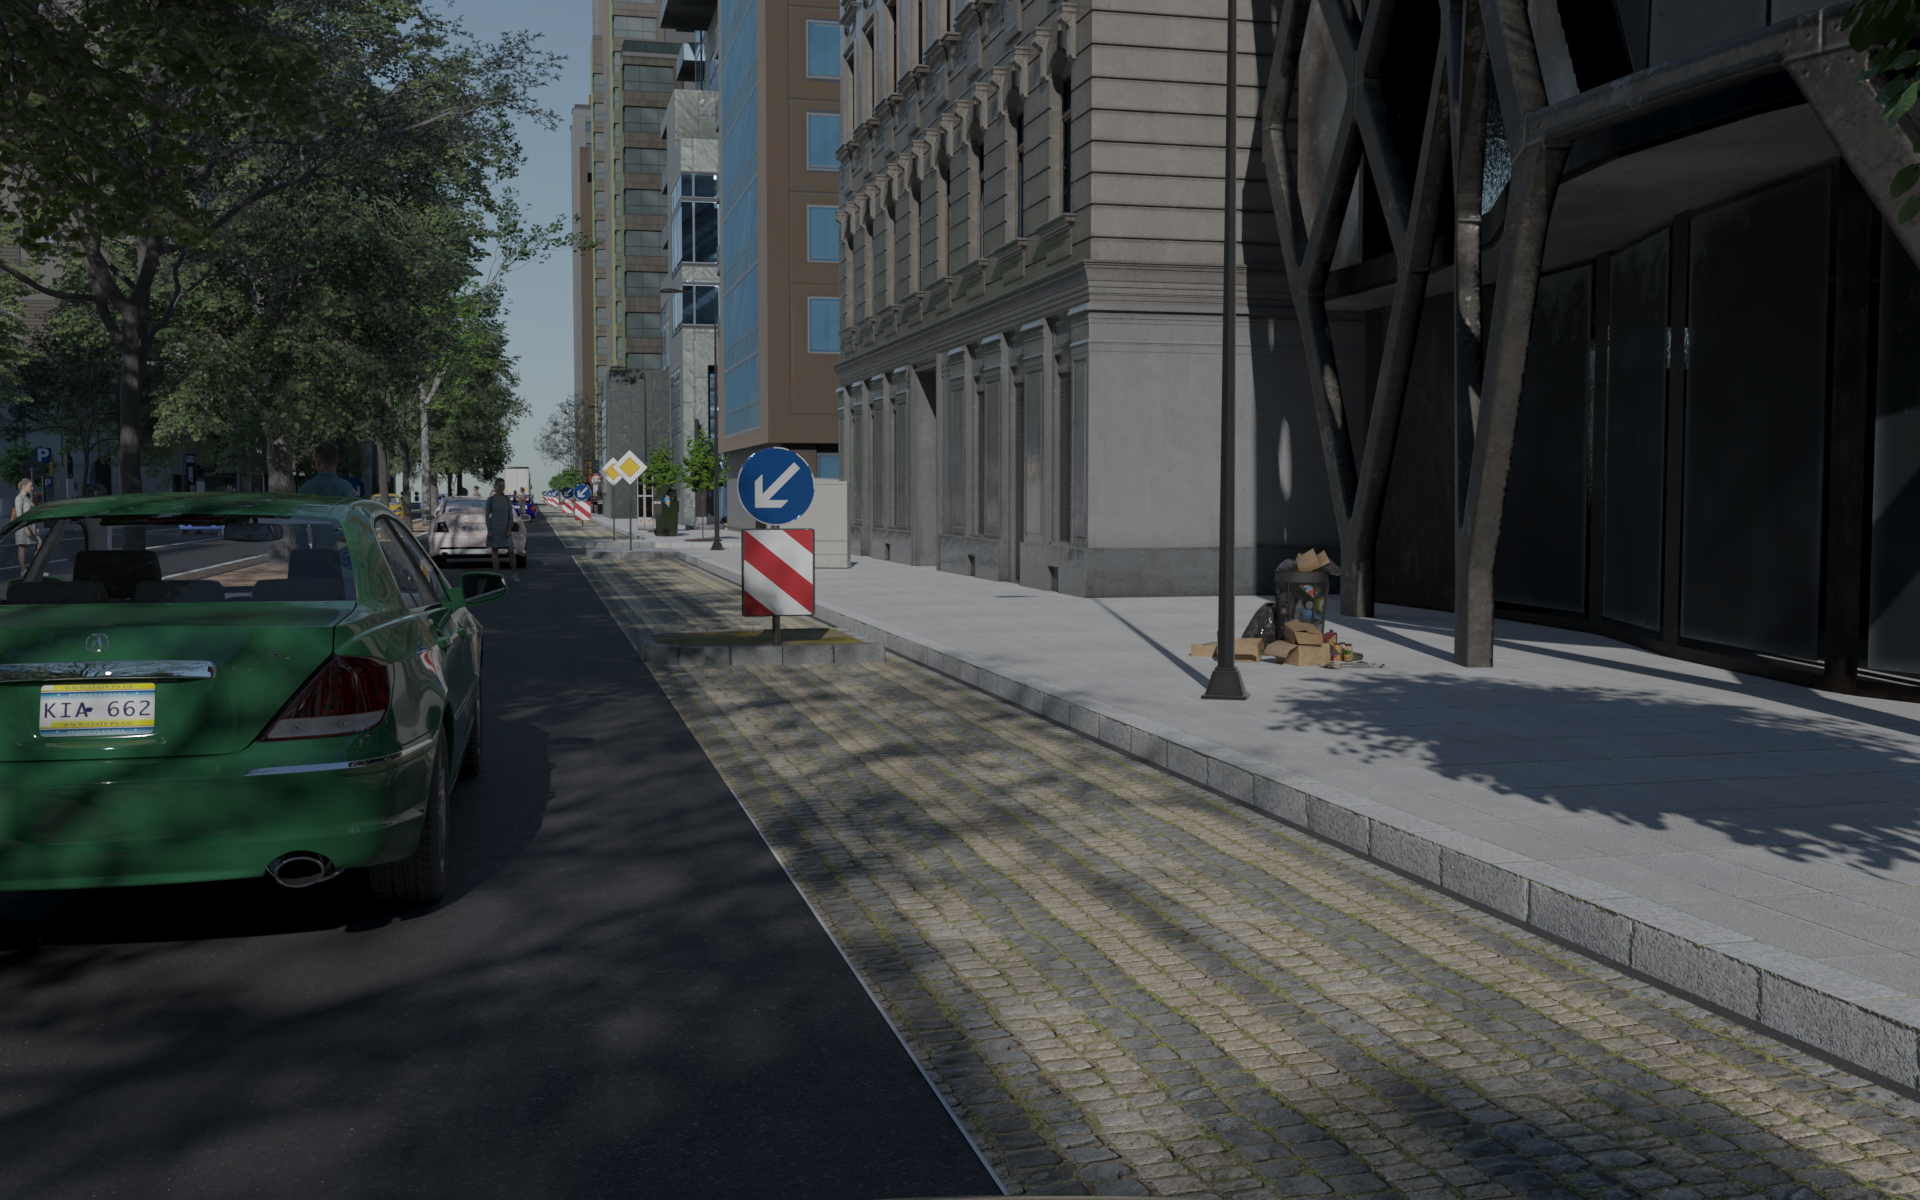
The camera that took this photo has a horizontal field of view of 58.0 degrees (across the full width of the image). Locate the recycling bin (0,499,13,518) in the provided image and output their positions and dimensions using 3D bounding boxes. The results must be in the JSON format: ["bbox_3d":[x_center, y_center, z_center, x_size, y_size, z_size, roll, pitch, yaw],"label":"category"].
[{"bbox_3d":[-52.083,-4.994,94.213,0.722,1.027,0.722,1,4,15],"label":"recycling bin"}]

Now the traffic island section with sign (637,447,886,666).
[{"bbox_3d":[-1.832,-0.410,15.337,1.989,1.847,2.006,-1,4,-14],"label":"traffic island section with sign"}]

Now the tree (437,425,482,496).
[{"bbox_3d":[-31.136,-9.377,106.135,4.737,8.622,4.395,0,3,0],"label":"tree"}]

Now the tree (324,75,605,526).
[{"bbox_3d":[-22.551,-13.350,76.612,12.611,20.169,13.585,0,3,0],"label":"tree"}]

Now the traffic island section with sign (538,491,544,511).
[{"bbox_3d":[-33.673,-8.246,143.457,1.989,1.847,2.006,-1,4,-14],"label":"traffic island section with sign"}]

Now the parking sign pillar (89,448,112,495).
[{"bbox_3d":[-49.559,-6.814,99.882,1.447,3.967,1.447,1,4,14],"label":"parking sign pillar"}]

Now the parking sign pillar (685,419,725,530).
[{"bbox_3d":[-9.248,-4.539,62.691,1.447,3.967,1.447,0,4,5],"label":"parking sign pillar"}]

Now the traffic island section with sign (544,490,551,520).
[{"bbox_3d":[-21.678,-5.293,95.172,1.989,1.847,2.006,-1,4,-14],"label":"traffic island section with sign"}]

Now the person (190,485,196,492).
[{"bbox_3d":[-32.827,-4.017,74.347,0.590,1.801,0.661,-2,4,-33],"label":"person"}]

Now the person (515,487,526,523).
[{"bbox_3d":[-21.684,-4.685,85.453,0.532,1.782,0.716,-1,4,-15],"label":"person"}]

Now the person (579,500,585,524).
[{"bbox_3d":[-18.207,-4.567,83.745,0.524,1.755,0.480,-2,4,-25],"label":"person"}]

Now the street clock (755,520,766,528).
[{"bbox_3d":[-4.218,-1.963,36.663,0.471,2.002,0.358,-3,4,-38],"label":"street clock"}]

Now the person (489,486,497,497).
[{"bbox_3d":[-17.619,-3.485,66.074,0.643,1.750,0.593,3,4,36],"label":"person"}]

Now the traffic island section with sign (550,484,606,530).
[{"bbox_3d":[-15.171,-3.693,69.011,1.989,1.847,2.006,-1,4,-14],"label":"traffic island section with sign"}]

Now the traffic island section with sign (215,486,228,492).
[{"bbox_3d":[-38.316,-4.970,89.888,1.989,1.847,2.006,-1,4,-14],"label":"traffic island section with sign"}]

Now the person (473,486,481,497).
[{"bbox_3d":[-20.128,-3.852,71.822,0.599,1.781,0.374,2,4,32],"label":"person"}]

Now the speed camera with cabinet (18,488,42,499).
[{"bbox_3d":[-59.844,-7.207,112.167,2.038,3.252,0.660,0,4,-4],"label":"speed camera with cabinet"}]

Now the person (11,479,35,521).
[{"bbox_3d":[-16.251,-1.263,30.160,0.522,1.701,0.512,0,4,-4],"label":"person"}]

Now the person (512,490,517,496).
[{"bbox_3d":[-34.119,-7.540,132.497,1.217,1.743,0.721,2,4,31],"label":"person"}]

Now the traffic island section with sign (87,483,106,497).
[{"bbox_3d":[-31.814,-3.370,63.726,1.989,1.847,2.006,-1,4,-14],"label":"traffic island section with sign"}]

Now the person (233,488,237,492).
[{"bbox_3d":[-39.843,-5.272,95.243,0.519,1.759,0.362,-3,5,-40],"label":"person"}]

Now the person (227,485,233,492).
[{"bbox_3d":[-24.839,-3.016,58.490,0.598,1.740,0.731,2,4,24],"label":"person"}]

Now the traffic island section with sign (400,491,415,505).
[{"bbox_3d":[-70.536,-12.900,219.542,1.989,1.847,2.006,-1,4,-14],"label":"traffic island section with sign"}]

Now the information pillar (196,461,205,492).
[{"bbox_3d":[-50.133,-7.525,114.382,0.504,3.616,0.183,-2,4,-29],"label":"information pillar"}]

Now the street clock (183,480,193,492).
[{"bbox_3d":[-40.819,-5.324,91.614,0.471,2.002,0.358,-2,4,-30],"label":"street clock"}]

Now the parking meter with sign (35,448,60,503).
[{"bbox_3d":[-34.519,-4.254,65.809,0.543,3.016,1.738,-1,4,-11],"label":"parking meter with sign"}]

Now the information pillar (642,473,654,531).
[{"bbox_3d":[-10.940,-3.451,60.922,0.304,2.012,0.304,-1,4,-10],"label":"information pillar"}]

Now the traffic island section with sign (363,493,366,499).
[{"bbox_3d":[-57.232,-9.625,166.004,1.989,1.847,2.006,-1,4,-14],"label":"traffic island section with sign"}]

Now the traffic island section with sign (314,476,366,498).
[{"bbox_3d":[-15.776,-2.268,45.216,2.006,1.907,1.989,-1,4,-14],"label":"traffic island section with sign"}]

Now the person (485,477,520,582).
[{"bbox_3d":[-7.497,-1.147,28.258,0.512,1.701,0.522,-2,4,-32],"label":"person"}]

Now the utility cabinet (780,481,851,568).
[{"bbox_3d":[-2.488,-1.295,29.851,1.173,1.500,0.318,0,4,8],"label":"utility cabinet"}]

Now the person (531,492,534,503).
[{"bbox_3d":[-66.715,-15.932,269.788,0.445,1.727,0.742,3,5,44],"label":"person"}]

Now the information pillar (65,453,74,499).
[{"bbox_3d":[-47.962,-6.236,93.310,0.183,3.616,0.504,1,4,10],"label":"information pillar"}]

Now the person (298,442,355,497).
[{"bbox_3d":[-5.032,-0.325,13.674,0.638,1.841,0.748,2,4,33],"label":"person"}]

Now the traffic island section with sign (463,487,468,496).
[{"bbox_3d":[-33.911,-6.728,118.142,2.006,1.907,1.989,-1,4,-14],"label":"traffic island section with sign"}]

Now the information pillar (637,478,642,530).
[{"bbox_3d":[-11.225,-3.479,61.367,0.304,2.012,0.304,2,4,25],"label":"information pillar"}]

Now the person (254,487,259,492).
[{"bbox_3d":[-38.670,-5.288,95.202,0.529,1.795,0.600,-3,4,-38],"label":"person"}]

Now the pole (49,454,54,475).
[{"bbox_3d":[-46.151,-5.763,88.070,0.158,3.312,0.155,0,3,0],"label":"pole"}]

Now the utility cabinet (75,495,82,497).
[{"bbox_3d":[-45.068,-4.743,88.702,0.306,1.237,1.020,-3,4,-37],"label":"utility cabinet"}]

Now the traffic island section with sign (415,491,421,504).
[{"bbox_3d":[-77.165,-14.532,246.229,1.989,1.847,2.006,-1,4,-14],"label":"traffic island section with sign"}]
